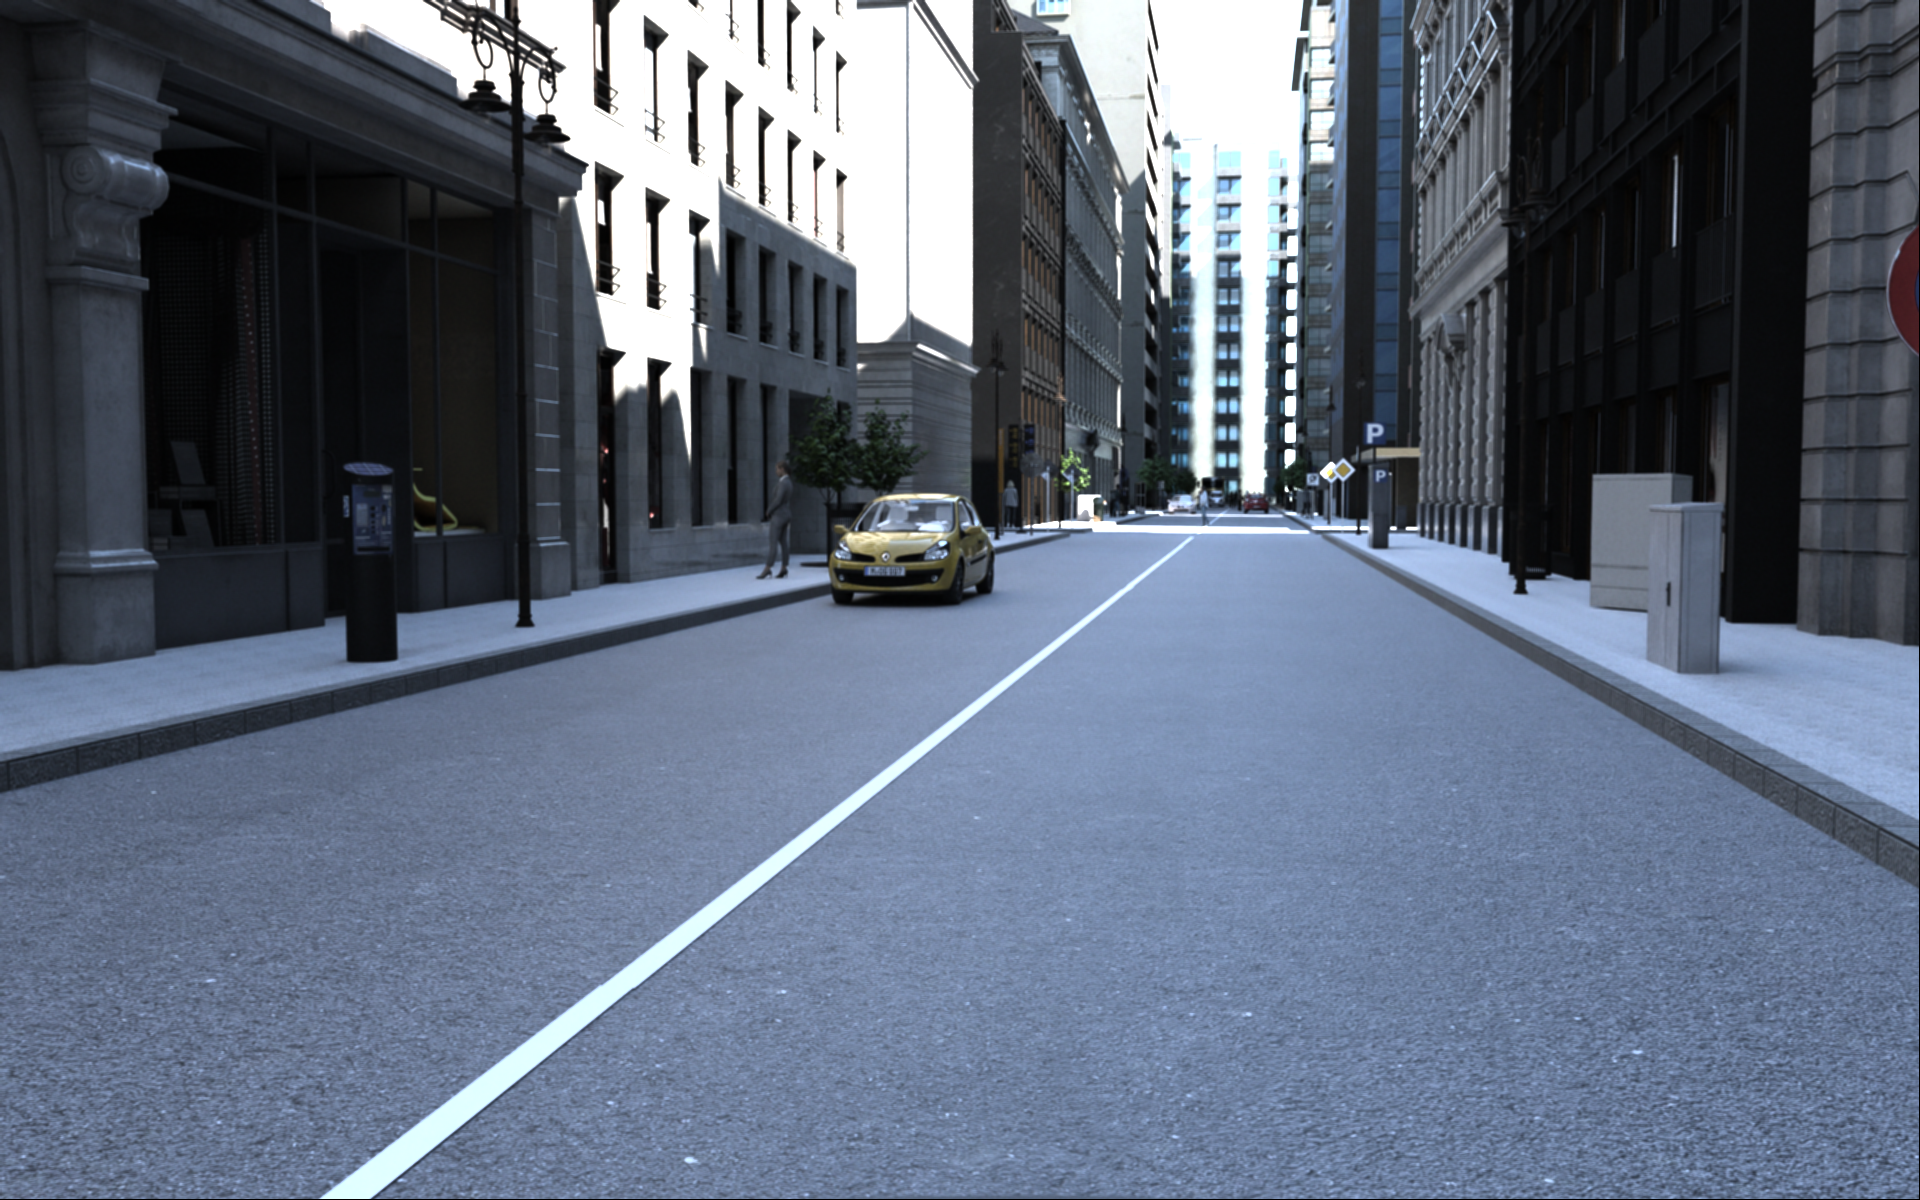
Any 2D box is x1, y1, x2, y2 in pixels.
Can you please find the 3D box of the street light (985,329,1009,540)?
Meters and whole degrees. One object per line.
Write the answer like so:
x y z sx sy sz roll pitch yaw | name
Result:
1.038 -4.635 48.577 0.468 5.910 1.993 1 4 9 | street light

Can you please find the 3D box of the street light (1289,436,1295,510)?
26.245 -10.031 136.797 0.468 5.910 1.993 1 4 9 | street light

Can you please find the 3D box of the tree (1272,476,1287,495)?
39.235 -13.376 213.297 1.663 3.219 1.824 0 3 0 | tree

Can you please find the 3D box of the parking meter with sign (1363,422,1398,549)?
9.969 -2.756 41.315 0.543 3.016 1.738 0 4 7 | parking meter with sign

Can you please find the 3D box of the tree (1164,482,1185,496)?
18.950 -9.924 156.859 1.663 3.219 1.824 0 3 0 | tree

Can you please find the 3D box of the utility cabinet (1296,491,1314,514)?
21.721 -6.134 108.975 0.318 1.500 1.173 -3 5 -41 | utility cabinet

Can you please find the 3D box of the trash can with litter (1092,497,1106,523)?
6.216 -4.046 77.536 0.624 1.170 1.055 0 4 8 | trash can with litter

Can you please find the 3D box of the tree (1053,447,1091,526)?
4.417 -4.665 70.874 1.663 3.219 1.824 0 3 0 | tree

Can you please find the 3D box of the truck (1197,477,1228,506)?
29.191 -12.457 199.594 3.469 3.379 9.791 1 4 9 | truck

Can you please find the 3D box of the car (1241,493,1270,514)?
22.102 -7.355 129.286 2.155 1.783 4.494 1 4 8 | car

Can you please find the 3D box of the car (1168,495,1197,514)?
15.846 -6.787 123.322 2.083 1.381 4.827 1 4 10 | car

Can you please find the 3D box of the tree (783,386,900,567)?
-2.234 -2.221 30.914 1.663 3.219 1.824 0 3 0 | tree

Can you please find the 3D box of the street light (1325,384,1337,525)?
15.573 -6.121 72.862 0.468 5.910 1.993 1 4 9 | street light

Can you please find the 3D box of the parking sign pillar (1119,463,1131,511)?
11.966 -8.546 128.207 1.447 3.967 1.447 -3 5 -43 | parking sign pillar

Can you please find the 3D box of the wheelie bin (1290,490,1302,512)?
24.091 -7.101 124.015 0.980 1.594 0.693 0 4 2 | wheelie bin

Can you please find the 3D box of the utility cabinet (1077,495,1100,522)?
5.839 -4.123 78.567 1.020 1.237 0.306 -1 4 -14 | utility cabinet

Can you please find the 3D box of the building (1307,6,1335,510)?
36.720 -28.425 148.344 14.154 41.232 14.086 1 4 9 | building

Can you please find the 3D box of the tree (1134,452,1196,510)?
15.433 -9.341 136.442 4.285 4.588 4.351 0 3 0 | tree

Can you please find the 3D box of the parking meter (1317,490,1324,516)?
21.301 -5.734 102.166 0.372 1.533 0.369 0 3 0 | parking meter

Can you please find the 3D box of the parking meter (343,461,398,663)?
-4.533 -0.300 13.315 0.372 1.533 0.369 0 3 0 | parking meter

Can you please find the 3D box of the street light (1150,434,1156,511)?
14.513 -9.606 129.841 0.468 5.910 1.993 1 4 9 | street light

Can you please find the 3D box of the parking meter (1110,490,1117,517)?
8.535 -5.386 96.465 0.372 1.533 0.369 0 3 0 | parking meter

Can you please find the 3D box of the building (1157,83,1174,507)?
13.357 -29.665 168.625 14.154 41.232 14.086 1 4 9 | building

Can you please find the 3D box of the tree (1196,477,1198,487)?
28.076 -14.196 215.825 4.285 4.588 4.351 0 3 0 | tree

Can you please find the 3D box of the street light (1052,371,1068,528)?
3.777 -5.664 65.393 0.468 5.910 1.993 1 4 9 | street light

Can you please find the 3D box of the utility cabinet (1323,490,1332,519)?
18.443 -4.785 86.912 0.318 1.500 1.173 1 4 18 | utility cabinet

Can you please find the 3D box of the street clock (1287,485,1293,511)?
25.052 -7.764 131.517 0.471 2.002 0.358 3 5 42 | street clock

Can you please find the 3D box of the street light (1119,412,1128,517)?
9.219 -7.637 97.647 0.468 5.910 1.993 1 4 9 | street light

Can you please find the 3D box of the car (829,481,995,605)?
-0.610 -0.830 23.795 2.015 1.641 3.980 1 4 10 | car

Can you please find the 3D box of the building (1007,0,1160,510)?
6.145 -32.284 151.543 21.300 48.544 21.600 1 4 9 | building

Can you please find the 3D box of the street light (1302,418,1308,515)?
20.872 -8.076 104.836 0.468 5.910 1.993 1 4 9 | street light

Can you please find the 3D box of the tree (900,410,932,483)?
-1.672 -2.456 34.758 1.663 3.219 1.824 0 3 0 | tree

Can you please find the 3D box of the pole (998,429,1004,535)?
1.279 -3.683 54.063 0.158 3.312 0.155 0 3 0 | pole

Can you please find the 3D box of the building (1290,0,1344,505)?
51.731 -37.011 194.361 28.713 52.752 27.495 1 4 9 | building

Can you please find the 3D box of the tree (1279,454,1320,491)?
27.612 -9.612 140.864 4.285 4.588 4.351 0 3 0 | tree

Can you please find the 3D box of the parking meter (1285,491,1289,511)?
25.513 -7.739 134.935 0.372 1.533 0.369 0 3 0 | parking meter

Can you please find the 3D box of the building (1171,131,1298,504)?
29.789 -37.582 234.068 30.456 49.044 23.786 1 4 9 | building

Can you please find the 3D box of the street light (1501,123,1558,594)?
7.210 -3.016 22.093 0.468 5.910 1.993 1 4 9 | street light

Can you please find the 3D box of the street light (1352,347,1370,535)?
12.562 -4.993 54.418 0.468 5.910 1.993 1 4 9 | street light

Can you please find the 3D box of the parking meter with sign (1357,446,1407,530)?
15.169 -4.038 62.287 1.738 3.016 0.543 1 4 9 | parking meter with sign

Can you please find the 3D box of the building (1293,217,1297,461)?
50.926 -33.153 225.649 14.086 41.232 14.154 1 4 9 | building

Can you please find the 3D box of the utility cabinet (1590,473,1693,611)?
7.475 -0.632 19.016 0.318 1.500 1.173 -1 4 -23 | utility cabinet

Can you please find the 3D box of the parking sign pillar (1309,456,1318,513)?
24.448 -8.050 120.083 1.447 3.967 1.447 1 4 15 | parking sign pillar

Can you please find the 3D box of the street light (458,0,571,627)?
-4.212 -2.679 16.595 0.468 5.910 1.993 1 4 9 | street light

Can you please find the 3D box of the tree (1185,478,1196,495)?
27.818 -13.158 209.727 1.663 3.219 1.824 0 3 0 | tree

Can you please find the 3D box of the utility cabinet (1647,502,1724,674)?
5.346 -0.102 12.822 0.306 1.237 1.020 1 4 10 | utility cabinet
